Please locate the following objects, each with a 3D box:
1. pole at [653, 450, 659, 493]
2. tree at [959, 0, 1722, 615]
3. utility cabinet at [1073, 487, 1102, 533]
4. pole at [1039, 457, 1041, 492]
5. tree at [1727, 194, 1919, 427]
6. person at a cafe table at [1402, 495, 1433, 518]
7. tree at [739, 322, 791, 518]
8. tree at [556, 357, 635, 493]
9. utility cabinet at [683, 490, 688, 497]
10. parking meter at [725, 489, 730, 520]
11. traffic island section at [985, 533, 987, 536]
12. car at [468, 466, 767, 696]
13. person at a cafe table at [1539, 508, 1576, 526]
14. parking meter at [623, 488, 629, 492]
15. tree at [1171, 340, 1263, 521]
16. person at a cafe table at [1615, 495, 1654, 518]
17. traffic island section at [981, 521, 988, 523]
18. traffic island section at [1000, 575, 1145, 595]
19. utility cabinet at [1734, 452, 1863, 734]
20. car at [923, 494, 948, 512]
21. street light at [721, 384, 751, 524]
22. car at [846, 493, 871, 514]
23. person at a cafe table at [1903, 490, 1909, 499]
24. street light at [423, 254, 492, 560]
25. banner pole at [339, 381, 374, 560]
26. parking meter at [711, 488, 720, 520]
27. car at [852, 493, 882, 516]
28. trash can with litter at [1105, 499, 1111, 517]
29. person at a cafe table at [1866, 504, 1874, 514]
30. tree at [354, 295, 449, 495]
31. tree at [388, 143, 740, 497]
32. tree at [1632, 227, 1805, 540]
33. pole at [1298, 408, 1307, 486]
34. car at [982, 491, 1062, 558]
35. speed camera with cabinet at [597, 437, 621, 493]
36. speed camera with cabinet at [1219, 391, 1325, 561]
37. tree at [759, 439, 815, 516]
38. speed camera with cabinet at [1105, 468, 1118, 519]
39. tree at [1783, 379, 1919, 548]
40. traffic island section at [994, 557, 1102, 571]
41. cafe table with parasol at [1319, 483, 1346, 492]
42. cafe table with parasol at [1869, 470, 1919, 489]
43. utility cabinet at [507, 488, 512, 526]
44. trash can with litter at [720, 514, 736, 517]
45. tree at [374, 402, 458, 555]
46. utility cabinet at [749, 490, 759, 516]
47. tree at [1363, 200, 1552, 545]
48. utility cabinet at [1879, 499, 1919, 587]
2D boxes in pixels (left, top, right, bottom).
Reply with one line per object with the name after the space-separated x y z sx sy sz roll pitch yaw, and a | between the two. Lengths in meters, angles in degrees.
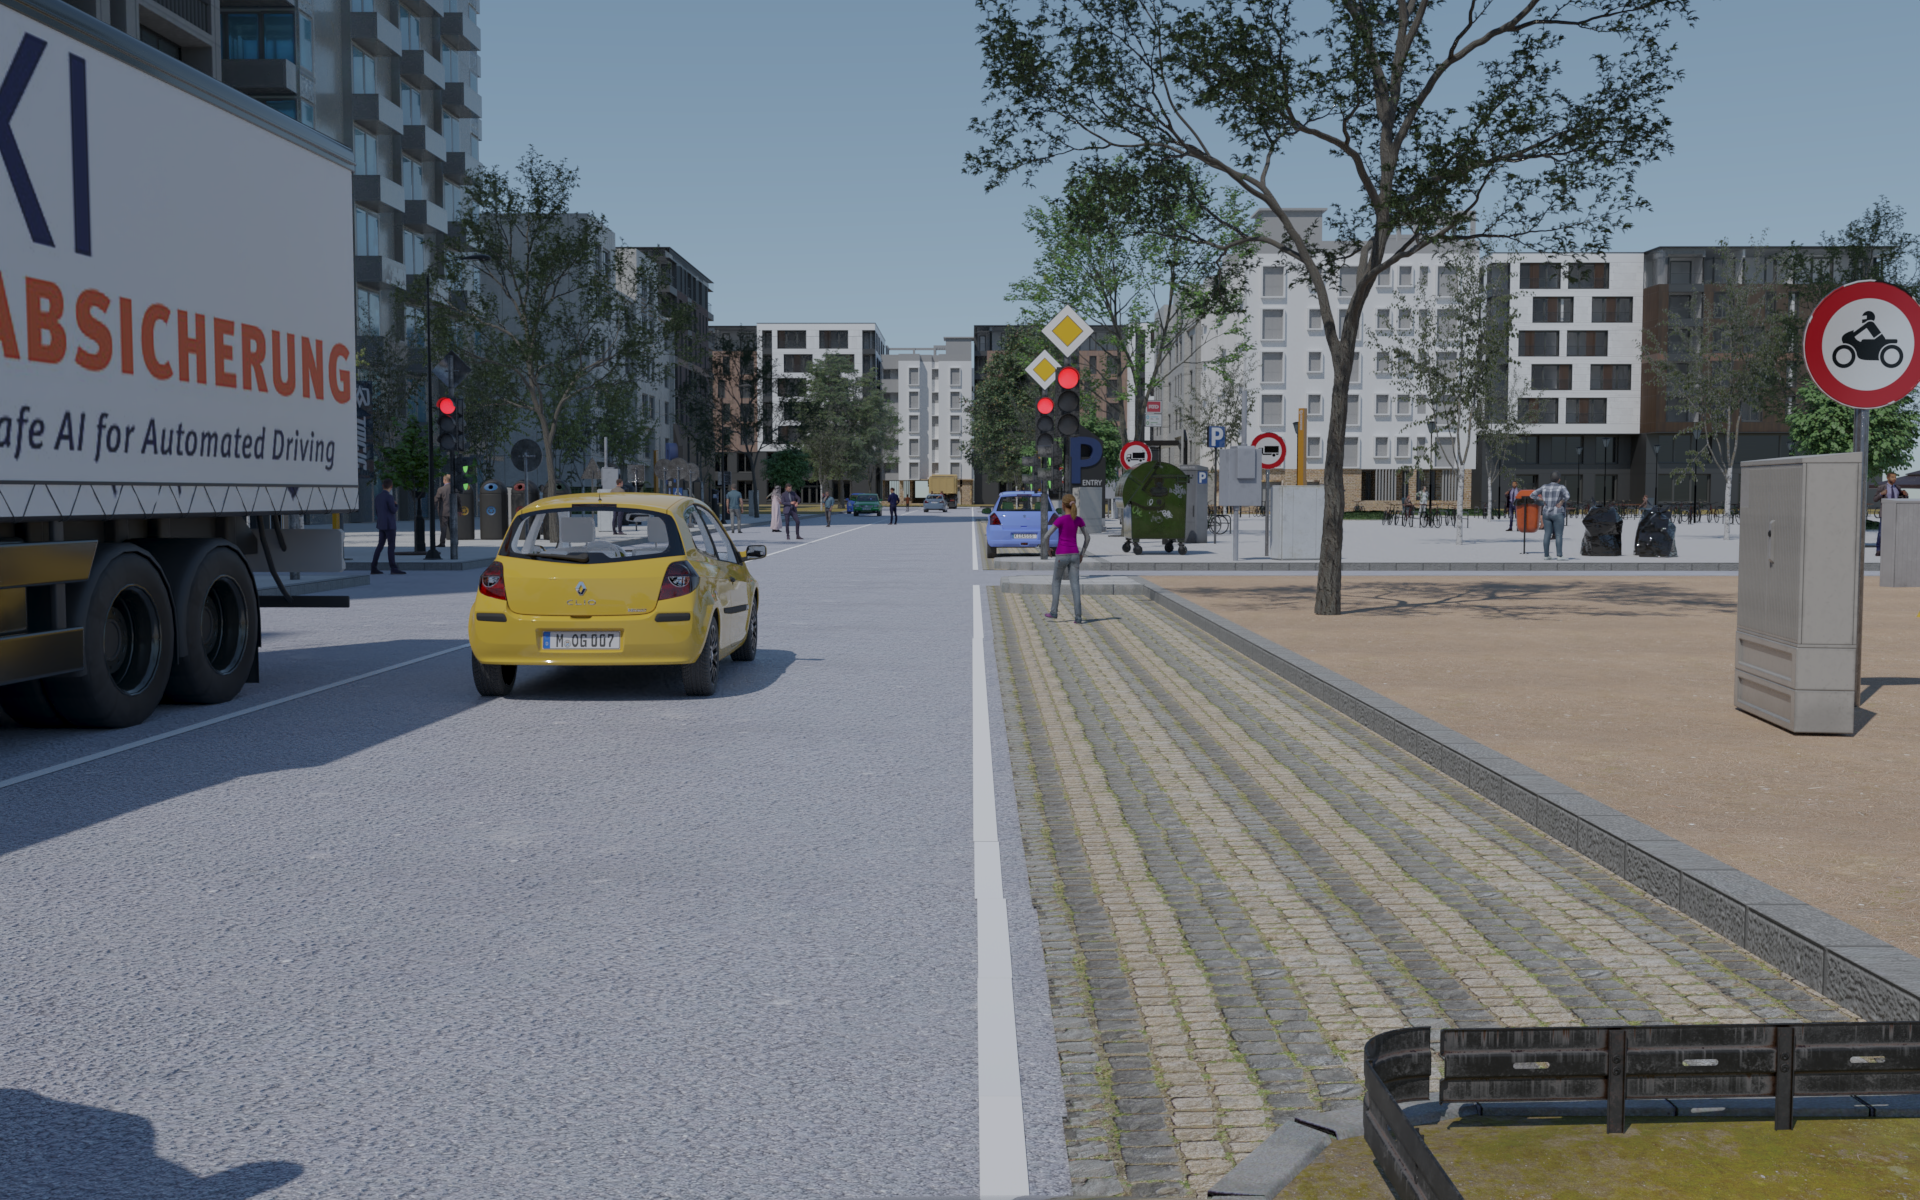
-14.133 -5.304 80.559 0.158 3.312 0.155 0 3 0 | pole
3.793 -5.100 17.796 8.767 10.594 7.601 1 4 17 | tree
4.117 -2.903 56.140 0.318 1.500 1.173 3 5 42 | utility cabinet
3.761 -5.416 82.402 0.158 3.312 0.155 0 3 0 | pole
27.760 -7.291 53.628 7.601 10.594 8.767 0 4 8 | tree
24.743 -5.111 94.429 1.698 1.238 1.726 -1 4 -20 | person at a cafe table
-11.122 -9.748 93.791 8.767 10.594 7.601 -2 4 -24 | tree
-20.310 -8.668 92.082 4.360 8.622 3.978 0 3 0 | tree
-13.939 -4.824 87.547 0.318 1.500 1.173 -1 4 -13 | utility cabinet
-11.569 -4.733 85.790 0.372 1.533 0.369 0 3 0 | parking meter
1.833 -2.200 58.838 1.991 0.108 1.994 0 4 0 | traffic island section
-2.594 -0.214 13.715 2.015 1.641 3.980 0 4 0 | car
23.595 -3.615 69.967 1.698 1.238 1.726 -2 4 -24 | person at a cafe table
-13.686 -3.802 70.571 0.372 1.533 0.369 0 3 0 | parking meter
12.477 -8.079 82.449 4.360 8.622 3.978 0 3 0 | tree
36.612 -5.048 93.392 1.698 1.238 1.726 -1 4 -22 | person at a cafe table
2.031 -3.848 85.781 1.991 0.108 1.994 0 4 0 | traffic island section
1.613 -0.220 25.882 2.009 0.180 2.903 0 4 0 | traffic island section
4.648 -0.061 9.680 0.318 1.500 1.173 1 4 10 | utility cabinet
-1.925 -7.602 136.301 2.014 1.417 4.499 0 4 2 | car
-9.538 -6.176 73.521 1.470 5.913 1.316 0 4 0 | street light
-7.368 -7.148 126.454 1.945 1.707 3.694 0 4 -1 | car
51.378 -5.222 93.900 1.622 1.524 1.698 -1 4 -23 | person at a cafe table
-9.773 -3.741 33.706 1.470 5.913 1.316 0 4 0 | street light
-11.794 -2.668 33.638 0.863 3.779 0.401 -2 4 -27 | banner pole
-11.085 -4.290 78.552 0.372 1.533 0.369 0 3 0 | parking meter
-6.006 -6.358 112.750 1.959 1.807 4.718 0 4 -1 | car
8.240 -5.315 97.965 2.233 1.210 1.678 0 4 0 | trash can with litter
51.507 -5.566 99.527 1.622 1.524 1.698 2 4 34 | person at a cafe table
-20.886 -6.862 62.554 4.360 8.622 3.978 0 3 0 | tree
-10.726 -6.803 45.647 8.767 10.594 7.601 -1 4 -14 | tree
21.320 -5.990 48.292 4.360 8.622 3.978 0 3 0 | tree
8.129 -2.894 41.161 0.158 3.312 0.155 0 3 0 | pole
1.456 -1.839 39.653 1.945 1.707 3.694 0 4 1 | car
-12.059 -3.989 59.558 0.660 3.252 2.038 0 4 -5 | speed camera with cabinet
6.077 -2.399 33.560 2.038 3.252 0.660 -1 4 -12 | speed camera with cabinet
-10.145 -7.292 102.943 4.285 4.588 4.351 0 3 0 | tree
8.040 -5.801 89.187 0.660 3.252 2.038 1 4 23 | speed camera with cabinet
21.707 -3.570 42.087 4.285 4.588 4.351 0 3 0 | tree
1.668 -0.709 33.867 2.009 0.180 2.903 0 4 0 | traffic island section
22.494 -6.228 106.701 2.610 1.966 2.610 -3 5 -43 | cafe table with parasol
26.594 -2.629 47.847 2.610 1.966 2.610 3 4 38 | cafe table with parasol
-15.124 -3.039 58.373 0.318 1.500 1.173 -1 4 -14 | utility cabinet
-13.615 -5.394 99.247 2.233 1.210 1.678 -2 4 -30 | trash can with litter
-11.622 -2.576 36.724 1.663 3.219 1.824 0 3 0 | tree
-11.859 -5.556 99.526 0.318 1.500 1.173 1 4 8 | utility cabinet
12.579 -5.717 43.839 4.360 8.622 3.978 0 3 0 | tree
13.279 -0.784 23.982 1.020 1.237 0.306 -1 4 -14 | utility cabinet
